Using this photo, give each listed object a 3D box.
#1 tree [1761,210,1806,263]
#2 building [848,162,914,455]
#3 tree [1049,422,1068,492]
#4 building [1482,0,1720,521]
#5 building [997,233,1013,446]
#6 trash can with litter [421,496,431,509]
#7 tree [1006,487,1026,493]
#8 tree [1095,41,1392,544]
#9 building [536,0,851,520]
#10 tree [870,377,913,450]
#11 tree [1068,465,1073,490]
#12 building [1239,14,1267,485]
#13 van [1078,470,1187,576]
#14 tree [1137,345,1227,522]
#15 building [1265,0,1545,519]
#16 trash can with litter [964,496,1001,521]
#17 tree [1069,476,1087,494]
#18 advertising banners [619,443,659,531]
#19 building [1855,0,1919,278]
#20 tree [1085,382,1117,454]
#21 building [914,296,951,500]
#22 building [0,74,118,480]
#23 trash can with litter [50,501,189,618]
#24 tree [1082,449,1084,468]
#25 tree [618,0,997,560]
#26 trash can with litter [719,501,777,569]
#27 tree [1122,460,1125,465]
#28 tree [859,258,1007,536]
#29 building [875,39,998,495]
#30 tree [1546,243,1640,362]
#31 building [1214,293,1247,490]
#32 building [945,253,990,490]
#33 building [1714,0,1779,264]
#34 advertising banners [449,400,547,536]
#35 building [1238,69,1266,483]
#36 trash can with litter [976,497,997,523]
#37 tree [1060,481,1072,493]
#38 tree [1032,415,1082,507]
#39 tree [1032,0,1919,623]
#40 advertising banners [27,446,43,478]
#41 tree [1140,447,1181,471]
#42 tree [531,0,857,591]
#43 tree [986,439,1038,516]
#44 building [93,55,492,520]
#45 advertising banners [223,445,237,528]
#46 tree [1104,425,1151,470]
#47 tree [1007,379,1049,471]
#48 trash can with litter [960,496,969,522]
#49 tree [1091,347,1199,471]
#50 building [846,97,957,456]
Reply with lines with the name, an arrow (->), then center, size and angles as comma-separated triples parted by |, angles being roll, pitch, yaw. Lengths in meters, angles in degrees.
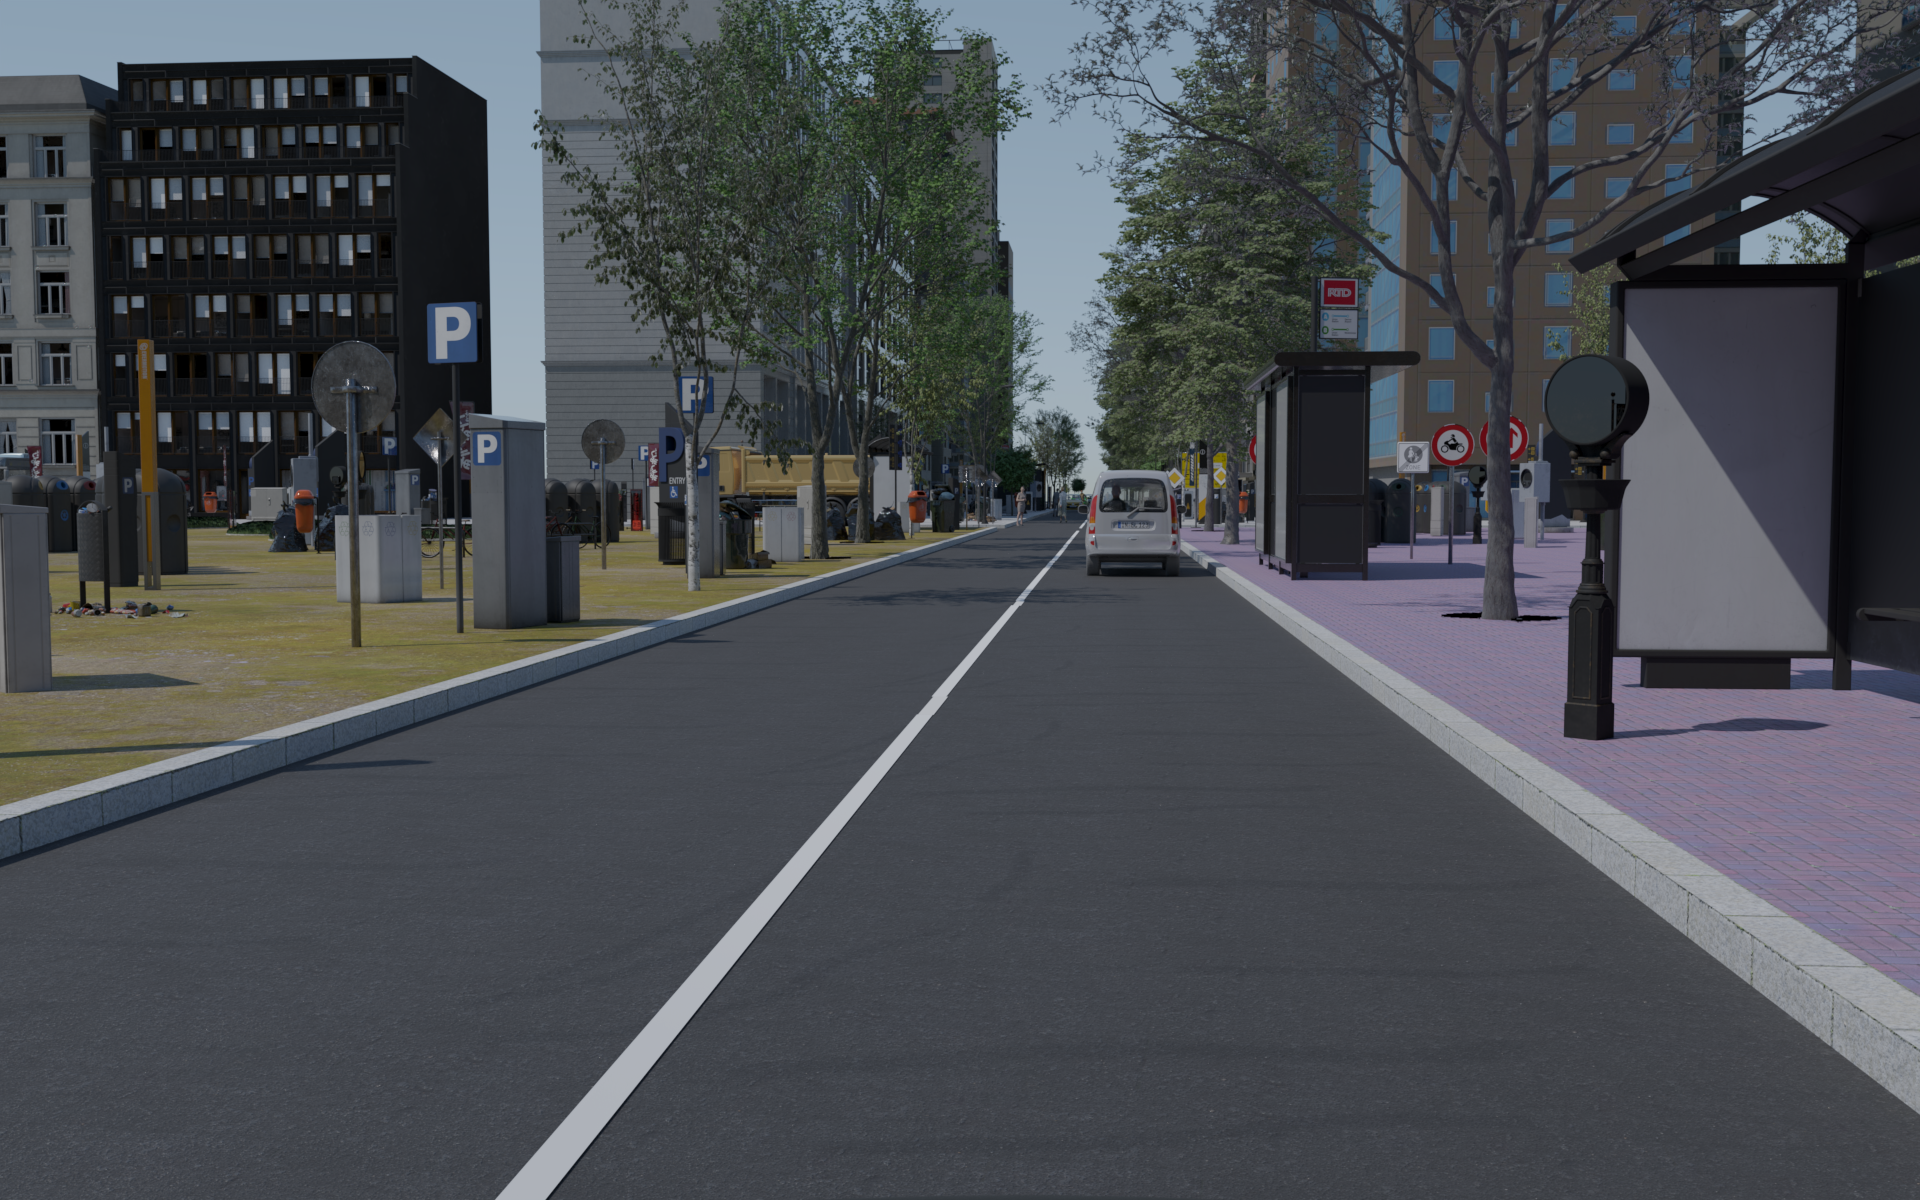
tree -> 18.881, -5.387, 38.440 | 4.737, 8.622, 4.395 | 0, 3, 0
building -> -14.959, -20.066, 132.601 | 19.350, 26.468, 34.151 | 0, 4, 5
tree -> 7.624, -13.316, 168.072 | 4.737, 8.622, 4.395 | 0, 3, 0
building -> 28.937, -26.795, 88.211 | 14.200, 45.320, 14.600 | 0, 4, 5
building -> 1.816, -39.551, 296.761 | 14.600, 45.320, 14.200 | 0, 4, 5
trash can with litter -> -16.825, -2.702, 55.241 | 1.678, 1.210, 2.233 | 0, 4, -2
tree -> 3.455, -7.053, 109.919 | 1.663, 3.219, 1.824 | 0, 3, 0
tree -> 7.116, -7.718, 44.315 | 7.486, 12.596, 7.792 | 0, 3, 0
building -> -13.989, -19.749, 100.383 | 11.434, 29.767, 29.804 | 0, 4, 5
tree -> -4.766, -9.303, 102.465 | 4.360, 8.622, 3.978 | 0, 3, 0
tree -> 13.909, -17.628, 238.586 | 4.737, 8.622, 4.395 | 0, 3, 0
building -> 42.036, -46.518, 198.821 | 20.563, 71.187, 20.611 | 0, 4, 5
van -> 3.157, -1.511, 31.717 | 2.013, 2.044, 4.112 | 0, 4, 5
tree -> 10.448, -7.937, 80.136 | 4.360, 8.622, 3.978 | 0, 3, 0
building -> 26.387, -27.910, 106.446 | 14.600, 45.320, 14.200 | 0, 4, 5
trash can with litter -> 0.822, -4.375, 82.581 | 2.233, 1.210, 1.678 | 0, 4, 5
tree -> 20.750, -19.643, 304.871 | 4.285, 4.588, 4.351 | 0, 3, 0
advertising banners -> -11.175, -3.884, 59.688 | 2.074, 3.025, 0.090 | 1, 4, 23
building -> 58.781, -28.460, 89.015 | 21.600, 48.544, 21.300 | 0, 4, 5
tree -> 27.194, -26.437, 288.131 | 12.611, 20.169, 13.585 | 0, 3, 0
building -> -15.907, -19.623, 165.880 | 27.650, 21.520, 28.899 | 0, 4, 5
building -> -58.024, -16.154, 97.397 | 30.059, 22.955, 16.112 | 0, 4, 5
trash can with litter -> -9.110, -0.450, 18.414 | 2.233, 1.210, 1.678 | 2, 4, 35
tree -> 13.303, -16.236, 215.816 | 4.360, 8.622, 3.978 | 0, 3, 0
tree -> -2.656, -6.621, 34.011 | 9.928, 11.665, 9.643 | 0, 3, 0
trash can with litter -> -3.721, -1.127, 29.806 | 1.055, 1.170, 0.624 | -3, 5, -44
tree -> 23.385, -17.237, 232.184 | 4.737, 8.622, 4.395 | 0, 3, 0
tree -> -1.258, -6.296, 53.300 | 4.737, 8.622, 4.395 | 0, 3, 0
building -> -2.237, -51.358, 277.954 | 20.563, 71.187, 20.611 | 0, 4, 5
tree -> 19.013, -6.113, 50.315 | 4.737, 8.622, 4.395 | 0, 3, 0
building -> 43.365, -29.137, 248.093 | 14.160, 30.474, 14.107 | 0, 4, 5
building -> -11.215, -34.562, 256.970 | 32.217, 40.220, 23.993 | 0, 4, 5
building -> 41.731, -27.010, 133.489 | 32.217, 40.220, 23.993 | 0, 4, 5
advertising banners -> -8.835, -2.263, 33.195 | 0.090, 3.025, 2.074 | 3, 5, 43
building -> 40.022, -31.828, 175.016 | 22.147, 44.769, 28.867 | 0, 4, 5
trash can with litter -> 1.215, -4.101, 78.434 | 1.055, 1.170, 0.624 | 3, 5, 42
tree -> 15.331, -15.582, 249.368 | 1.663, 3.219, 1.824 | 0, 3, 0
tree -> 8.331, -12.838, 160.263 | 4.360, 8.622, 3.978 | 0, 3, 0
tree -> 5.397, -6.543, 17.347 | 12.009, 13.543, 11.850 | 0, 3, 0
advertising banners -> -32.573, -4.057, 62.513 | 2.074, 3.025, 0.090 | 0, 4, -3
tree -> 13.662, -8.079, 115.806 | 4.285, 4.588, 4.351 | 0, 3, 0
tree -> -3.470, -4.413, 22.515 | 4.360, 8.622, 3.978 | 0, 3, 0
tree -> 3.084, -7.220, 101.757 | 4.285, 4.588, 4.351 | 0, 3, 0
building -> -34.960, -16.077, 92.540 | 15.834, 23.373, 12.332 | 0, 4, 5
advertising banners -> -26.340, -4.054, 62.472 | 0.090, 3.025, 2.074 | -1, 4, -12
tree -> 21.426, -16.669, 206.946 | 8.767, 10.594, 7.601 | -1, 4, -12
tree -> 1.543, -8.851, 95.074 | 4.737, 8.622, 4.395 | 0, 3, 0
trash can with litter -> -0.081, -4.178, 79.698 | 0.624, 1.170, 1.055 | 1, 4, 20
tree -> 14.283, -13.620, 129.339 | 9.857, 13.997, 8.962 | 0, 3, 0
building -> -12.001, -32.975, 193.771 | 22.147, 44.769, 28.867 | 0, 4, 5
